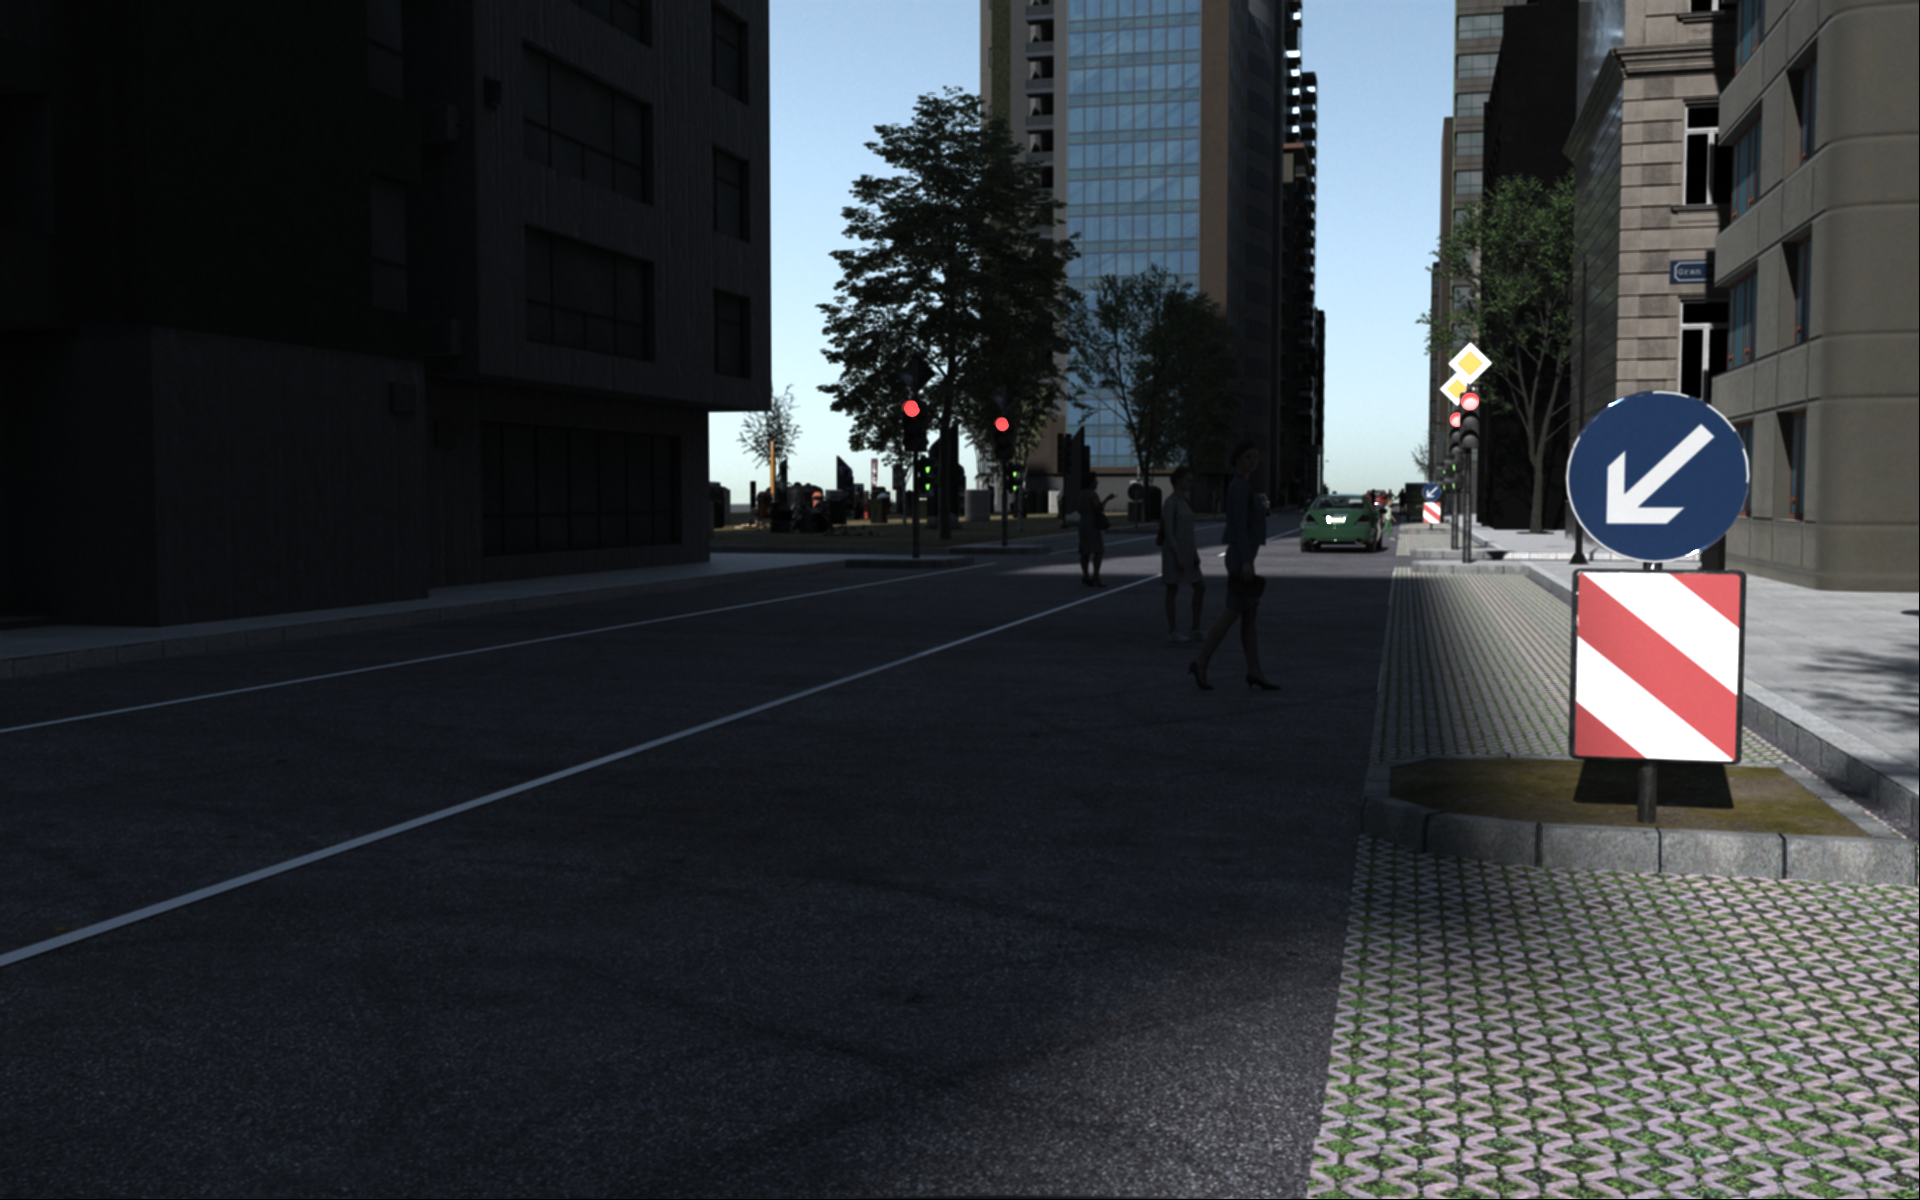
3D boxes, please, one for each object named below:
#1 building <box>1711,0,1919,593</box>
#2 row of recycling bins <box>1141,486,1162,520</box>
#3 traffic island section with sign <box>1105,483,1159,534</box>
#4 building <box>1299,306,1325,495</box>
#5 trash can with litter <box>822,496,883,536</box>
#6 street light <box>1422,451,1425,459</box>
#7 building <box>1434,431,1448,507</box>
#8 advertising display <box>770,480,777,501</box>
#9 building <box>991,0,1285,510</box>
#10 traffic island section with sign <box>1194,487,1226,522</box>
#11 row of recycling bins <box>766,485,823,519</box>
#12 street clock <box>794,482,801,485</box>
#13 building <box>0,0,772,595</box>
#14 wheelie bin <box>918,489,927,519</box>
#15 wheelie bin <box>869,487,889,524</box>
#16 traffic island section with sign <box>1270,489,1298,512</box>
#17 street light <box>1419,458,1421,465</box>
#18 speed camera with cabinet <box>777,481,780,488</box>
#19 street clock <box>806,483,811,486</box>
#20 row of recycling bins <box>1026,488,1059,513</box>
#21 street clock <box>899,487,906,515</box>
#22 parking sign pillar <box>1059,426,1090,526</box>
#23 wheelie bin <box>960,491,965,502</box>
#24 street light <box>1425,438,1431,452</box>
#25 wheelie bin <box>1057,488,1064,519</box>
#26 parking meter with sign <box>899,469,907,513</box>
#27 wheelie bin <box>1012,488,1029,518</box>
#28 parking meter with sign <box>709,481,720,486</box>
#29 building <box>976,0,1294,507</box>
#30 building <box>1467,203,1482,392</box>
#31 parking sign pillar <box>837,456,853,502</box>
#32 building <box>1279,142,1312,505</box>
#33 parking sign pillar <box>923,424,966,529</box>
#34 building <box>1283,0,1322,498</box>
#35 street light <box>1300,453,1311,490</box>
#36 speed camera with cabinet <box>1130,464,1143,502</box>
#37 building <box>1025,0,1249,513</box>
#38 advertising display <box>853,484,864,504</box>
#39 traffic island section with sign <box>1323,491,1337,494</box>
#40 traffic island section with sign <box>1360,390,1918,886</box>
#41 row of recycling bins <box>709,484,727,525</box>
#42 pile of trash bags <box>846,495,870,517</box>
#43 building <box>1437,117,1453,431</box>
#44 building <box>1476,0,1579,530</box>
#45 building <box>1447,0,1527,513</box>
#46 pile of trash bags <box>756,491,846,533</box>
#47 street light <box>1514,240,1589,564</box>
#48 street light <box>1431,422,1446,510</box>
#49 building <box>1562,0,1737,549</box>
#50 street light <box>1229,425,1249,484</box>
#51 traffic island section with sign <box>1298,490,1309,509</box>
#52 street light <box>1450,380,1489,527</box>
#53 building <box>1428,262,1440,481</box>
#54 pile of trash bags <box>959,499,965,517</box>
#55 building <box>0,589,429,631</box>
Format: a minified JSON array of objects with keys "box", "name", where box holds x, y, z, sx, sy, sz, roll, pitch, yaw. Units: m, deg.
[{"box":[23.383,-10.299,13.431,27.650,21.520,28.899,1,4,14],"name":"building"},{"box":[9.731,-4.967,88.320,1.069,1.692,3.534,0,4,4],"name":"row of recycling bins"},{"box":[6.468,-3.361,63.587,1.989,1.847,2.006,1,4,14],"name":"traffic island section with sign"},{"box":[48.001,-30.098,263.796,14.160,30.474,14.107,1,4,14],"name":"building"},{"box":[-3.374,-2.606,53.667,2.233,1.210,1.678,-1,4,-22],"name":"trash can with litter"},{"box":[50.545,-13.062,186.102,1.470,5.913,1.316,1,4,14],"name":"street light"},{"box":[58.010,-52.214,166.369,22.319,86.520,31.000,1,4,14],"name":"building"},{"box":[-8.663,-4.612,80.612,0.123,1.923,0.974,0,4,5],"name":"advertising display"},{"box":[15.652,-36.954,146.195,21.231,58.520,28.212,1,4,14],"name":"building"},{"box":[13.259,-4.979,90.040,1.989,1.847,2.006,1,4,14],"name":"traffic island section with sign"},{"box":[-8.707,-5.168,91.607,3.534,1.692,1.069,-3,5,-42],"name":"row of recycling bins"},{"box":[-9.883,-6.167,105.396,0.471,2.002,0.358,0,4,2],"name":"street clock"},{"box":[-11.331,-15.827,30.474,14.107,30.474,14.160,1,4,14],"name":"building"},{"box":[-1.937,-4.988,89.458,0.980,1.594,0.693,0,4,1],"name":"wheelie bin"},{"box":[-3.539,-4.134,75.492,0.980,1.594,0.693,1,4,22],"name":"wheelie bin"},{"box":[25.877,-7.988,139.229,1.989,1.847,2.006,1,4,14],"name":"traffic island section with sign"},{"box":[60.281,-15.399,224.317,1.470,5.913,1.316,1,4,14],"name":"street light"},{"box":[-11.751,-7.618,118.891,2.038,3.252,0.660,-3,5,-39],"name":"speed camera with cabinet"},{"box":[-10.227,-6.864,116.802,0.358,2.002,0.471,1,4,17],"name":"street clock"},{"box":[6.047,-6.735,117.224,3.534,1.692,1.069,2,4,26],"name":"row of recycling bins"},{"box":[-3.622,-6.332,108.094,0.471,2.002,0.358,0,4,3],"name":"street clock"},{"box":[4.708,-4.965,69.657,1.447,3.967,1.447,-2,4,-28],"name":"parking sign pillar"},{"box":[0.377,-6.371,112.072,0.693,1.594,0.980,0,4,2],"name":"wheelie bin"},{"box":[39.208,-10.383,142.299,1.470,5.913,1.316,1,4,14],"name":"street light"},{"box":[5.394,-4.971,89.179,0.693,1.594,0.980,-1,4,-22],"name":"wheelie bin"},{"box":[-4.088,-7.553,119.747,0.543,3.016,1.738,-1,4,-12],"name":"parking meter with sign"},{"box":[3.251,-5.150,92.107,0.693,1.594,0.980,3,5,39],"name":"wheelie bin"},{"box":[-14.890,-6.660,105.151,0.543,3.016,1.738,2,4,35],"name":"parking meter with sign"},{"box":[18.087,-35.817,174.849,28.713,52.752,27.495,1,4,14],"name":"building"},{"box":[34.679,-16.738,92.744,14.460,24.649,34.723,1,4,14],"name":"building"},{"box":[-8.078,-8.159,121.877,1.447,3.967,1.447,3,4,39],"name":"parking sign pillar"},{"box":[31.530,-34.181,213.490,22.147,44.769,28.867,1,4,14],"name":"building"},{"box":[-0.639,-4.635,64.254,1.447,3.967,1.447,3,5,42],"name":"parking sign pillar"},{"box":[39.639,-56.778,240.985,22.319,86.520,31.000,1,4,14],"name":"building"},{"box":[39.353,-13.756,197.445,1.470,5.913,1.316,1,4,14],"name":"street light"},{"box":[12.072,-7.317,113.969,2.038,3.252,0.660,-3,5,-42],"name":"speed camera with cabinet"},{"box":[13.150,-29.069,125.388,14.600,45.320,14.200,1,4,14],"name":"building"},{"box":[-6.302,-6.245,107.312,0.123,1.923,0.974,2,4,35],"name":"advertising display"},{"box":[46.269,-12.846,218.660,1.989,1.847,2.006,1,4,14],"name":"traffic island section with sign"},{"box":[2.763,0.072,7.445,1.989,1.847,2.006,1,4,14],"name":"traffic island section with sign"},{"box":[-10.661,-3.882,70.587,1.069,1.692,3.534,1,4,22],"name":"row of recycling bins"},{"box":[-6.045,-5.431,98.549,1.912,1.369,3.447,-2,4,-33],"name":"pile of trash bags"},{"box":[62.552,-33.627,199.914,14.600,45.320,14.200,1,4,14],"name":"building"},{"box":[27.190,-14.571,67.916,12.332,23.373,15.834,1,4,14],"name":"building"},{"box":[41.221,-26.671,119.673,14.154,41.232,14.086,1,4,14],"name":"building"},{"box":[-5.796,-2.995,58.722,1.912,1.369,3.447,-3,5,-44],"name":"pile of trash bags"},{"box":[10.832,-3.621,31.752,1.470,5.913,1.316,1,4,14],"name":"street light"},{"box":[31.446,-8.549,112.311,1.470,5.913,1.316,1,4,14],"name":"street light"},{"box":[27.869,-14.899,40.857,25.104,27.353,12.463,1,4,14],"name":"building"},{"box":[18.743,-8.828,116.886,1.470,5.913,1.316,1,4,14],"name":"street light"},{"box":[32.666,-9.605,165.662,1.989,1.847,2.006,1,4,14],"name":"traffic island section with sign"},{"box":[20.302,-5.877,68.632,1.470,5.913,1.316,1,4,14],"name":"street light"},{"box":[65.454,-27.083,214.506,14.160,30.474,14.107,1,4,14],"name":"building"},{"box":[0.024,-5.898,106.176,1.912,1.369,3.447,-2,4,-24],"name":"pile of trash bags"},{"box":[-15.032,-14.909,15.456,14.160,30.474,14.107,1,4,14],"name":"building"}]
